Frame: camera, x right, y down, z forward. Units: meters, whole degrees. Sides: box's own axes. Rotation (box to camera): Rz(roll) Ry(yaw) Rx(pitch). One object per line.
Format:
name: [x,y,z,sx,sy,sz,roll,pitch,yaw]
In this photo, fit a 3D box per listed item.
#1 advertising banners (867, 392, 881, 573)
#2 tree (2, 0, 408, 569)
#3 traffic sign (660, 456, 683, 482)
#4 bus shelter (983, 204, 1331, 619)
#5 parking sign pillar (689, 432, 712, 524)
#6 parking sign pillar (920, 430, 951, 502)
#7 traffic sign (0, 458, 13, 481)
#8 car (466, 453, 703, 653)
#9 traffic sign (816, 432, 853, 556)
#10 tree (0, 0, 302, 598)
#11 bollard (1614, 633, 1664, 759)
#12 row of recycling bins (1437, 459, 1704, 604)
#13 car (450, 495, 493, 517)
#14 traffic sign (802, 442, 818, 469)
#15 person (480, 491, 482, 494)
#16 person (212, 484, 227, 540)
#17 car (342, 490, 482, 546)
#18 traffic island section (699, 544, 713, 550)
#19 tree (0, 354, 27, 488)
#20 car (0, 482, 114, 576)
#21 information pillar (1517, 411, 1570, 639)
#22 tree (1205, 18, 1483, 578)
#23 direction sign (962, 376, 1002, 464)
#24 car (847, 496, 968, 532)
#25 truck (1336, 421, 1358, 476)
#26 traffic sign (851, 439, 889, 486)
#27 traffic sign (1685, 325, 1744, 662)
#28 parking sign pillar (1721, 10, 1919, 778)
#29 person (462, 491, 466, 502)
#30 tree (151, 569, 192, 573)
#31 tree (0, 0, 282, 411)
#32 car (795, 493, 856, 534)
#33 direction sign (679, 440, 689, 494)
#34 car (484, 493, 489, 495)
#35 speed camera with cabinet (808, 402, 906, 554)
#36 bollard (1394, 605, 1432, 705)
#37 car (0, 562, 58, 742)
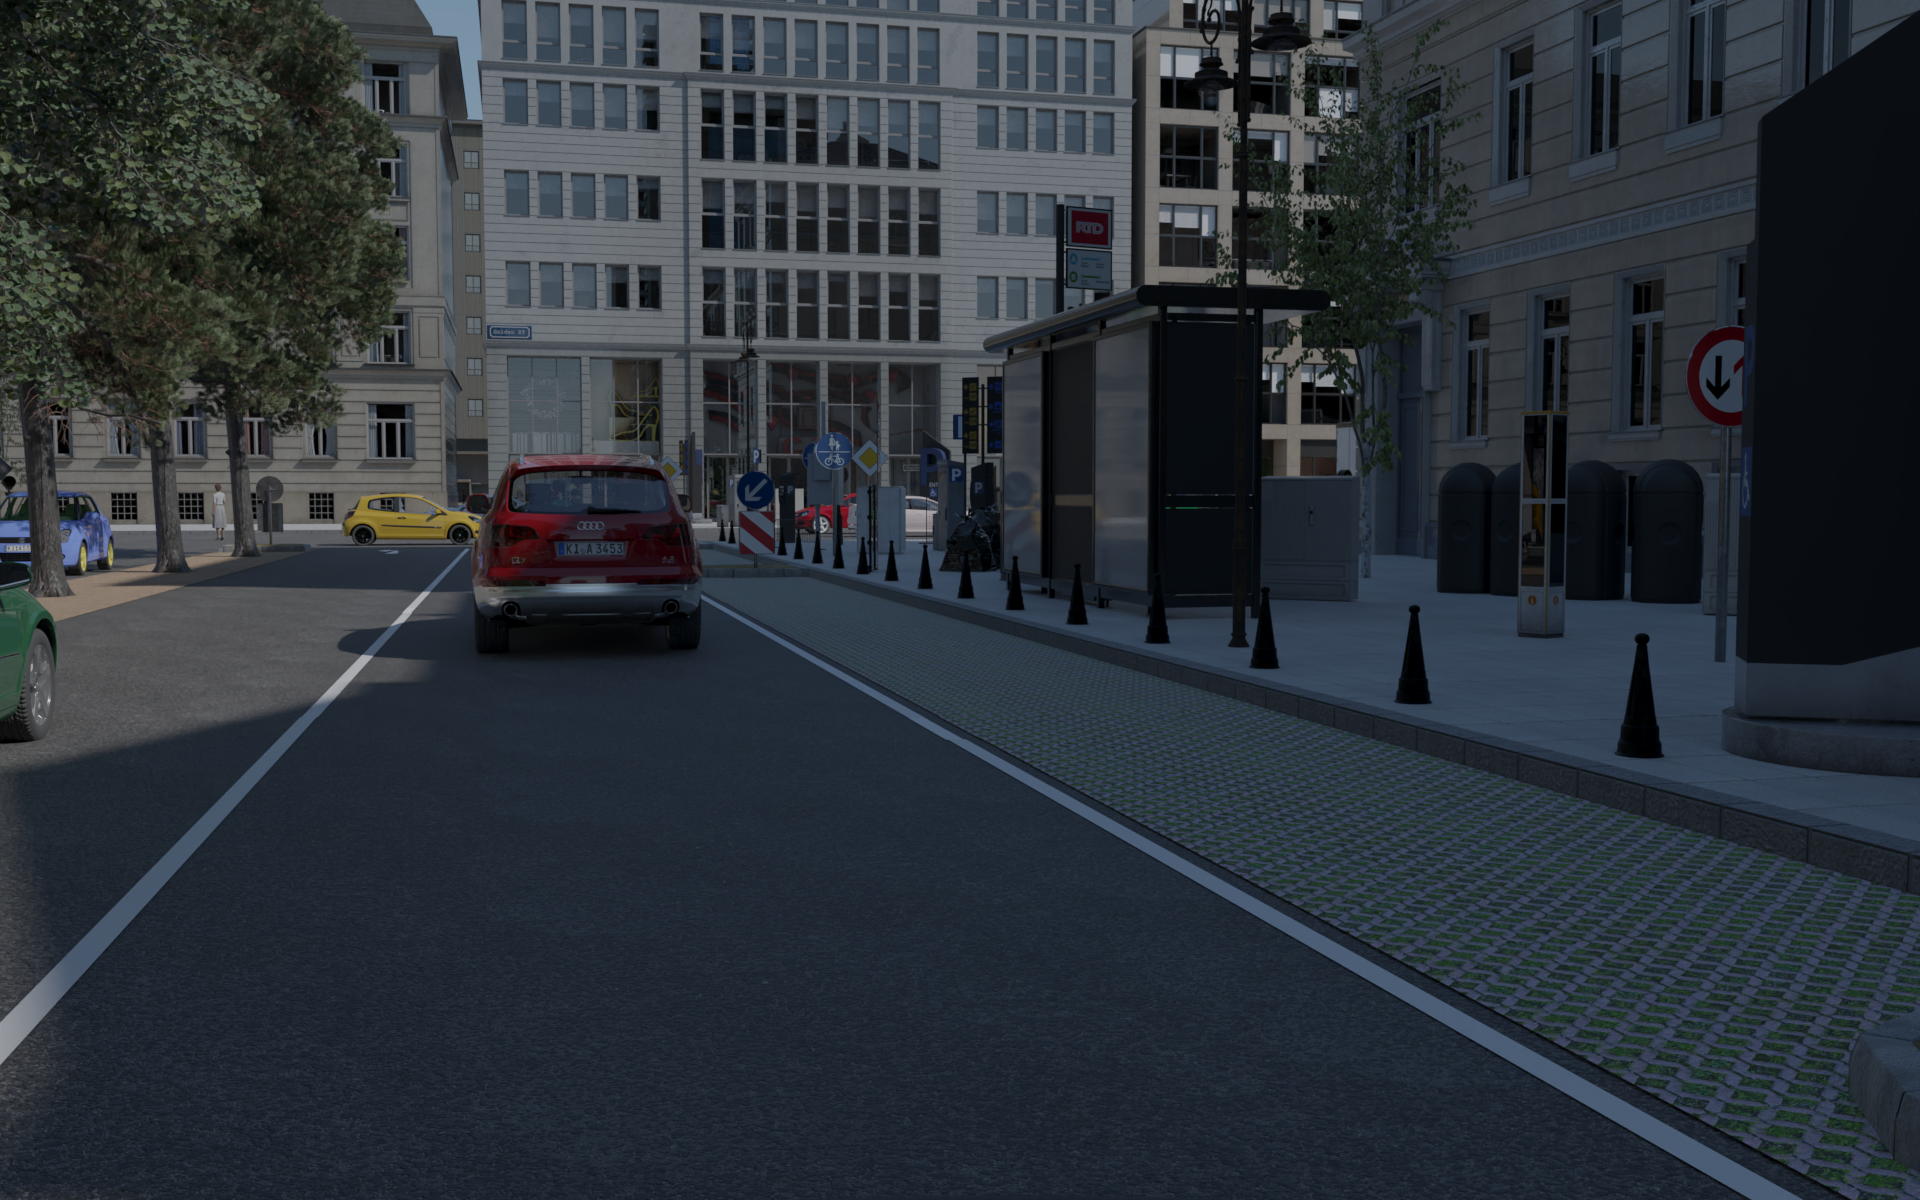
advertising banners: [-1.430,-2.017,29.166,0.090,3.025,2.074,0,4,2]
tree: [-16.505,-7.906,39.150,7.806,13.903,7.818,0,3,0]
traffic sign: [-7.674,-2.562,45.533,0.795,2.450,0.064,-1,4,-14]
bus shelter: [1.741,-2.699,21.756,2.179,5.291,8.768,-1,4,-14]
parking sign pillar: [-11.561,-5.330,75.610,1.447,3.967,1.447,-1,4,-16]
parking sign pillar: [-1.035,-5.162,72.877,1.447,3.967,1.447,2,4,27]
traffic sign: [-23.181,-2.323,41.624,0.795,2.450,0.064,-1,4,-14]
car: [-3.766,-0.527,17.295,2.281,1.827,5.304,-1,4,-14]
traffic sign: [-2.593,-2.180,35.753,0.768,2.556,0.104,0,4,-8]
tree: [-12.753,-6.066,23.688,6.751,12.117,7.091,0,3,0]
bollard: [3.338,0.462,8.491,0.229,0.601,0.229,0,3,0]
row of recycling bins: [7.497,-0.883,21.557,1.069,1.692,3.534,-3,5,-40]
car: [-17.178,-3.067,62.155,4.499,1.417,2.014,-1,4,-14]
traffic sign: [-3.452,-2.568,42.094,0.768,2.556,0.104,-1,4,-10]
person: [-53.332,-11.282,193.490,0.750,1.759,0.617,-2,4,-28]
person: [-23.002,-2.727,53.656,0.524,1.755,0.480,2,4,27]
car: [-15.340,-2.364,48.880,3.980,1.641,2.015,-1,4,-15]
traffic island section: [-7.653,-1.427,45.616,2.009,0.180,2.903,-1,4,-14]
tree: [-34.788,-6.834,62.092,4.360,8.622,3.978,0,3,0]
car: [-16.507,-1.326,31.275,1.945,1.707,3.694,-1,4,-16]
information pillar: [5.215,-0.673,15.490,0.304,2.012,0.304,-3,4,-39]
tree: [5.993,-4.639,26.212,4.737,8.622,4.395,0,3,0]
direction sign: [0.443,-2.539,33.510,0.876,3.537,0.379,2,4,25]
car: [-1.393,-2.820,58.477,4.827,1.381,2.083,-1,4,-14]
truck: [20.518,-4.853,68.255,11.283,4.237,2.839,-1,4,-12]
traffic sign: [-1.903,-2.161,36.517,0.795,2.450,0.064,0,4,-7]
traffic sign: [5.812,-0.799,13.165,0.768,2.556,0.104,-1,4,-11]
parking sign pillar: [4.530,-1.219,8.400,1.447,3.967,1.447,1,4,17]
person: [-59.720,-12.233,208.469,0.705,1.831,1.348,0,4,4]
tree: [-14.623,-7.426,31.293,7.806,13.903,7.818,0,3,0]
tree: [-10.163,-6.457,14.687,9.857,13.997,8.962,0,3,0]
car: [-3.897,-3.274,62.563,4.494,1.783,2.155,-1,4,-14]
direction sign: [-11.587,-4.939,72.748,0.379,3.537,0.876,-2,4,-34]
car: [-42.374,-8.935,155.121,2.155,1.783,4.494,-1,4,-13]
speed camera with cabinet: [-2.210,-2.621,37.187,2.038,3.252,0.660,1,4,9]
bollard: [2.789,0.330,10.645,0.229,0.601,0.229,0,3,0]
car: [-5.880,0.202,8.498,2.131,1.459,4.920,-1,4,-14]
